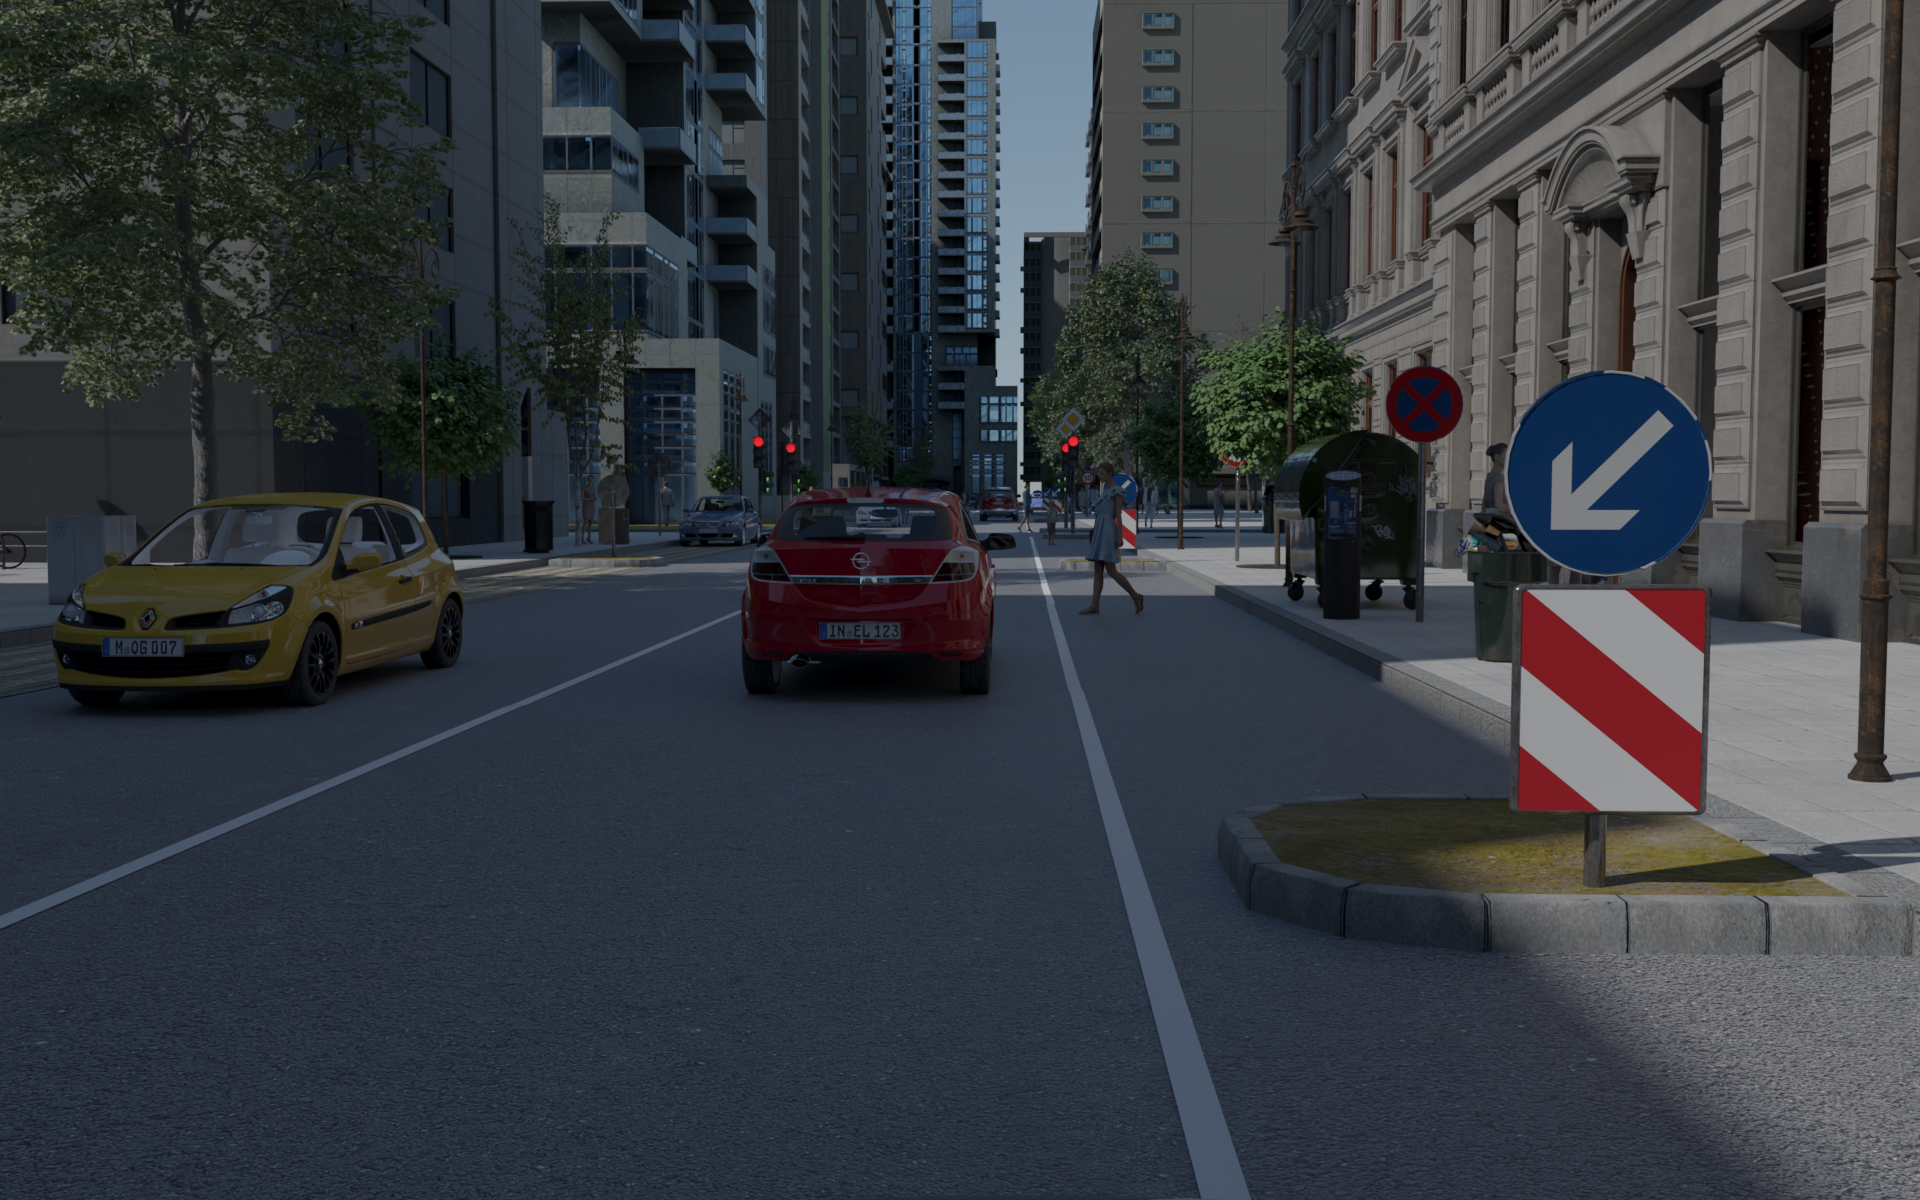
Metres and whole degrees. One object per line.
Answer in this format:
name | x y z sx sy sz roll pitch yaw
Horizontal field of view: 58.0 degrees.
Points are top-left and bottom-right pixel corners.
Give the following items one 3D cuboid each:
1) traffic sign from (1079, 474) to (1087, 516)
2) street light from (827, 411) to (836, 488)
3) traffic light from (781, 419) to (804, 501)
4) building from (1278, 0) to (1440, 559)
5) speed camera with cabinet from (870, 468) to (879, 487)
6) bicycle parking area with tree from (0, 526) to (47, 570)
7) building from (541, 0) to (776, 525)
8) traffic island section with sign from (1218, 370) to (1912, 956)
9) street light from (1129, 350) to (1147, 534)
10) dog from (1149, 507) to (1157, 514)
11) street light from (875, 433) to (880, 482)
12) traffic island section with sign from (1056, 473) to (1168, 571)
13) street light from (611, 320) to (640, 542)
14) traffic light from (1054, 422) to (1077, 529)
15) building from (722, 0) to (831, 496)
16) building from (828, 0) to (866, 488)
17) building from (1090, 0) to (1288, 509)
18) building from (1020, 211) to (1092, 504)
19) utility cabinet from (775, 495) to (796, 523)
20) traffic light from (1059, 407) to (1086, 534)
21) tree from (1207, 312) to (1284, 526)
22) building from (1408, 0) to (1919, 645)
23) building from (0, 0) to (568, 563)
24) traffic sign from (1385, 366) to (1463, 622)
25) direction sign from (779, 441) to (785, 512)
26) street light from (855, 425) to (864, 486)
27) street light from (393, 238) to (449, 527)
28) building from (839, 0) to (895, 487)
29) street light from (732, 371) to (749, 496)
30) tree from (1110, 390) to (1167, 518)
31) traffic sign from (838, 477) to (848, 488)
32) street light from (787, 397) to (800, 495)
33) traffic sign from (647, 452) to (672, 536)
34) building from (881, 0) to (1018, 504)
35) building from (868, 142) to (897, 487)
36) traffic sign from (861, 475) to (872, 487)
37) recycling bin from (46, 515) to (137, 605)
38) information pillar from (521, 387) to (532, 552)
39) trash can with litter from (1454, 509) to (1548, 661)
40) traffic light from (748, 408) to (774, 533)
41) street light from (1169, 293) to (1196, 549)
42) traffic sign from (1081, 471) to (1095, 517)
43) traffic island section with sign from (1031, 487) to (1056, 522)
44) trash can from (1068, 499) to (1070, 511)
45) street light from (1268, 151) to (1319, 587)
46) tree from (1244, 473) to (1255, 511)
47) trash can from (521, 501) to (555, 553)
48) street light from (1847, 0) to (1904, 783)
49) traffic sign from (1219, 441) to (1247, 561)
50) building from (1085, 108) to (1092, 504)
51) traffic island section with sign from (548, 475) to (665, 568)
traffic sign | 7.264 -6.097 99.793 0.768 2.556 0.104 0 4 3
street light | -7.163 -7.582 96.753 0.468 5.910 1.993 0 4 2
traffic light | -6.240 -4.621 64.472 0.839 4.253 0.868 0 4 2
building | 14.413 -12.561 41.524 11.583 22.565 21.152 0 4 2
speed camera with cabinet | -6.071 -8.034 125.685 0.660 3.252 2.038 -1 4 -11
bicycle parking area with tree | -19.541 -2.498 27.852 9.016 4.147 8.231 1 4 18
building | -20.581 -47.250 85.201 22.319 86.520 31.000 0 4 2
traffic island section with sign | 2.000 0.140 6.345 1.989 1.847 2.006 0 4 2
street light | 5.707 -5.073 55.733 0.468 5.910 1.993 0 4 2
dog | 11.793 -5.470 106.273 0.406 0.507 0.540 2 4 29
street light | -6.141 -9.655 130.650 0.468 5.910 1.993 0 4 2
traffic island section with sign | 2.921 -1.508 33.285 1.989 1.847 2.006 0 4 2
street light | -8.914 -4.492 46.229 0.468 5.910 1.993 0 4 2
traffic light | 3.916 -4.601 64.147 0.839 4.253 0.868 0 4 2
building | -16.551 -26.543 117.576 14.154 41.232 14.086 0 4 2
building | -18.826 -43.480 149.158 20.563 71.187 20.611 0 4 2
building | 22.905 -32.503 155.118 21.300 48.544 21.600 0 4 2
building | 20.351 -33.547 240.373 23.993 40.220 32.217 0 4 2
utility cabinet | -7.677 -4.004 76.630 1.020 1.237 0.306 0 4 -3
traffic light | 3.647 -4.113 56.166 0.839 4.253 0.868 0 4 2
tree | 11.998 -7.266 69.161 4.360 8.622 3.978 0 3 0
building | 12.759 -11.735 20.741 11.050 23.489 19.941 0 4 2
building | -22.513 -36.835 40.502 20.611 71.187 20.563 0 4 2
traffic sign | 4.608 -1.051 17.285 0.768 2.556 0.104 0 4 3
direction sign | -7.686 -5.067 74.843 0.379 3.537 0.876 -1 4 -20
street light | -6.615 -8.622 113.760 0.468 5.910 1.993 0 4 2
street light | -9.443 -3.529 30.482 0.468 5.910 1.993 0 4 2
building | -21.609 -35.802 174.603 28.713 52.752 27.495 0 4 2
street light | -8.259 -5.656 65.261 0.468 5.910 1.993 0 4 2
tree | 10.550 -8.651 91.812 4.737 8.622 4.395 0 3 0
traffic sign | -7.134 -6.325 105.545 0.606 2.300 0.079 0 4 6
street light | -7.745 -6.619 81.008 0.468 5.910 1.993 0 4 2
traffic sign | -9.162 -3.222 52.792 0.768 2.556 0.104 0 4 2
building | -7.603 -56.445 235.548 31.000 86.520 22.319 0 4 2
building | -21.227 -33.472 201.896 28.867 44.769 22.147 0 4 2
traffic sign | -6.252 -7.091 116.040 0.768 2.556 0.104 1 4 11
recycling bin | -10.188 -0.476 20.344 0.722 1.027 0.722 0 4 4
information pillar | -9.544 -2.864 38.175 0.183 3.616 0.504 -2 4 -32
trash can with litter | 4.423 -0.125 13.427 1.055 1.170 0.624 -1 4 -16
traffic light | -6.509 -4.133 56.492 0.839 4.253 0.868 0 4 2
street light | 5.119 -4.110 39.988 0.468 5.910 1.993 0 4 2
traffic sign | 6.995 -5.802 94.964 0.768 2.556 0.104 0 4 2
traffic island section with sign | 4.805 -4.930 89.232 1.989 1.847 2.006 0 4 2
trash can | 7.899 -6.888 124.270 0.748 1.137 0.748 0 3 0
street light | 4.564 -3.123 23.848 0.468 5.910 1.993 0 4 2
tree | 22.766 -12.820 135.368 9.928 11.665 9.643 0 3 0
trash can | -9.136 -1.585 37.563 0.748 1.137 0.748 0 3 0
street light | 4.088 -2.129 7.603 0.468 5.910 1.993 0 4 2
traffic sign | 5.285 -2.009 32.945 0.768 2.556 0.104 1 4 10
building | 25.510 -35.247 195.892 23.786 49.044 30.456 0 4 2
traffic island section with sign | -6.962 -1.580 34.459 1.989 1.847 2.006 0 4 2
